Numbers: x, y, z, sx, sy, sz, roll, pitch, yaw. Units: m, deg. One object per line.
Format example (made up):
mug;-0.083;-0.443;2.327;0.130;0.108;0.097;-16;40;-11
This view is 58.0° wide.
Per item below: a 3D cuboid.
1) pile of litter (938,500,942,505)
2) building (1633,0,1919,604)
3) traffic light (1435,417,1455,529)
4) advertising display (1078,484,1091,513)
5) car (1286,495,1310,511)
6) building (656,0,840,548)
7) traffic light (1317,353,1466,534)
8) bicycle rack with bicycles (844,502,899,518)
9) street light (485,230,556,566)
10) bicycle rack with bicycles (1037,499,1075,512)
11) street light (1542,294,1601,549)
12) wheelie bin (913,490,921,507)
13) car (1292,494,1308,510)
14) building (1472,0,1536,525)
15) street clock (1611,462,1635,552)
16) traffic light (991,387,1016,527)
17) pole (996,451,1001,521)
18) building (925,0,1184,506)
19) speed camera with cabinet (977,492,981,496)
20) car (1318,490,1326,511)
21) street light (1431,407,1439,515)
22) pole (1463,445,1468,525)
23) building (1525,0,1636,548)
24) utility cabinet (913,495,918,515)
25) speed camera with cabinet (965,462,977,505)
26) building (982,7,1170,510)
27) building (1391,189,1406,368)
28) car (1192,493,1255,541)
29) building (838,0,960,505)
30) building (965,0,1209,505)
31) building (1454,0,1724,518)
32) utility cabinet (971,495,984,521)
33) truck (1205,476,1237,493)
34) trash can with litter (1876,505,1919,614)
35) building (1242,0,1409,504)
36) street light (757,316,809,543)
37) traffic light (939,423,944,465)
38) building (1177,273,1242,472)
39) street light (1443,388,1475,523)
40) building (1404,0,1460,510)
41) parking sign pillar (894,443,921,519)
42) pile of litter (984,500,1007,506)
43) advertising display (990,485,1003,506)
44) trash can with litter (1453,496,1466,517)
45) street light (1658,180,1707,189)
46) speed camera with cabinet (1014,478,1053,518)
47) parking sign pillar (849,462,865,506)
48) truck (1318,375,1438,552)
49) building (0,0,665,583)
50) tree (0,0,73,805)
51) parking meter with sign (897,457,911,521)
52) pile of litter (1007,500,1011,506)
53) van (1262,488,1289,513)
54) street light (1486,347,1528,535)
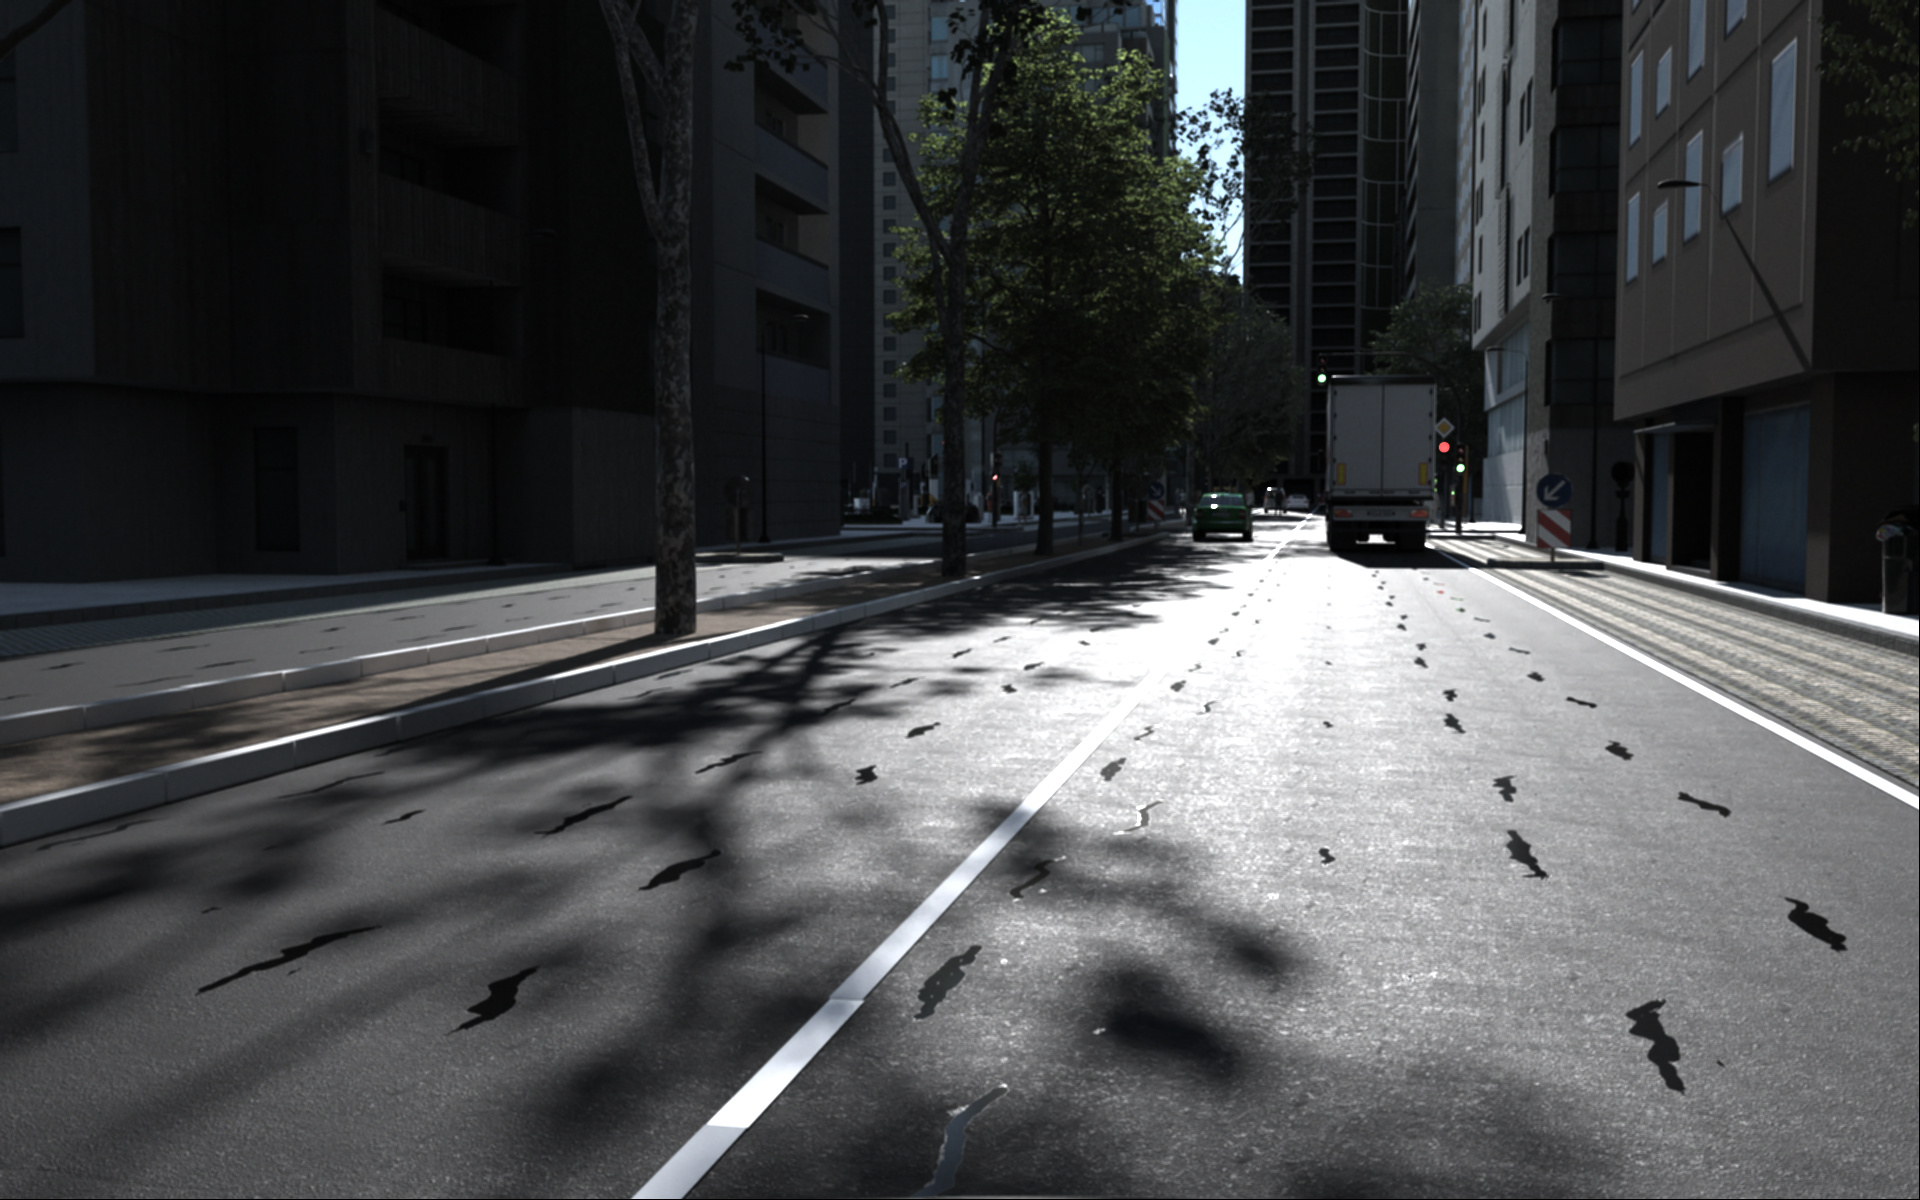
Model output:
pile of litter;-1.863;-7.686;139.627;1.176;0.858;1.719;-3;5;-42
building;17.982;-22.875;24.111;14.600;45.320;14.200;1;4;12
traffic light;17.597;-4.539;63.133;0.839;4.253;0.868;1;4;12
advertising display;8.267;-6.716;115.015;0.974;1.923;0.123;2;4;32
car;28.130;-8.068;144.268;2.083;1.381;4.827;1;4;11
building;-18.363;-31.119;50.801;28.212;58.520;21.231;1;4;12
traffic light;13.863;-4.951;55.620;4.771;5.953;1.251;1;4;12
bicycle rack with bicycles;-4.128;-3.874;76.724;2.925;0.926;2.852;-1;4;-17
street light;-7.777;-3.557;30.701;1.470;5.913;1.316;1;4;12
bicycle rack with bicycles;6.903;-6.619;121.608;2.925;0.926;2.852;0;4;5
street light;14.213;-4.142;40.271;1.470;5.913;1.316;1;4;12
wheelie bin;-3.597;-7.860;136.424;0.980;1.594;0.693;0;4;-7
car;31.044;-9.018;159.443;2.014;1.417;4.499;1;4;13
building;36.151;-29.531;72.064;27.495;52.752;28.713;1;4;12
street clock;14.777;-2.083;38.630;0.358;2.002;0.471;-2;4;-31
traffic light;3.412;-5.597;66.175;4.771;5.953;1.251;1;4;12
pole;1.814;-5.366;81.576;0.158;3.312;0.155;0;3;0
building;9.613;-33.731;171.108;23.786;49.044;30.456;1;4;12
speed camera with cabinet;1.155;-9.037;142.089;0.660;3.252;2.038;1;4;20
car;31.733;-8.522;148.000;2.281;1.827;5.304;1;4;12
street light;25.151;-7.258;91.207;1.470;5.913;1.316;1;4;12
pole;21.132;-4.804;72.391;0.158;3.312;0.155;0;3;0
building;22.495;-16.790;46.214;14.160;30.474;14.107;1;4;12
utility cabinet;-2.848;-5.149;95.355;1.020;1.237;0.306;1;4;18
speed camera with cabinet;0.324;-6.741;104.551;0.660;3.252;2.038;1;4;12
building;10.138;-28.424;148.331;14.154;41.232;14.086;1;4;12
building;48.826;-24.037;164.709;14.160;30.474;14.107;1;4;12
car;8.349;-2.816;54.846;1.959;1.807;4.718;1;4;11
building;-11.748;-47.305;211.694;20.611;71.187;20.563;1;4;12
building;13.643;-54.655;206.284;31.000;86.520;22.319;1;4;12
building;39.965;-28.293;112.698;14.600;45.320;14.200;1;4;12
utility cabinet;0.909;-4.459;84.068;0.306;1.237;1.020;-1;4;-11
truck;24.404;-9.973;158.976;3.469;3.379;9.791;1;4;11
trash can with litter;10.157;-0.450;18.740;0.624;1.170;1.055;1;4;18
building;48.196;-48.337;228.557;20.611;71.187;20.563;1;4;12
street light;-4.620;-4.450;45.306;1.470;5.913;1.316;1;4;12
traffic light;-0.322;-4.272;58.769;0.839;4.253;0.868;1;4;12
building;30.128;-28.041;230.179;14.107;30.474;14.160;1;4;12
street light;21.998;-6.337;76.154;1.470;5.913;1.316;1;4;12
building;48.916;-31.927;145.711;21.300;48.544;21.600;1;4;12
parking sign pillar;-2.800;-6.298;91.441;1.447;3.967;1.447;-1;4;-14
pile of litter;2.374;-7.201;131.704;1.719;0.858;1.176;-1;4;-15
advertising display;2.639;-7.279;124.217;0.974;1.923;0.123;-2;4;-23
trash can with litter;27.947;-5.218;96.701;0.624;1.170;1.055;-1;4;-17
street light;11.016;-3.250;25.674;1.470;5.913;1.316;1;4;12
speed camera with cabinet;3.931;-6.024;92.832;2.038;3.252;0.660;-1;4;-15
parking sign pillar;-8.594;-9.561;144.786;1.447;3.967;1.447;-1;4;-13
truck;11.086;-3.520;46.466;2.839;4.237;11.283;1;4;11
building;-14.417;-15.823;30.407;14.160;30.474;14.107;1;4;12
tree;-4.732;-4.823;7.063;9.928;11.665;9.643;0;3;0
parking meter with sign;-2.658;-5.311;83.098;0.543;3.016;1.738;0;4;4
pile of litter;3.860;-7.469;136.075;1.719;0.858;1.176;0;4;1
van;23.704;-7.528;130.098;2.013;2.044;4.112;1;4;11
street light;17.348;-5.036;54.880;1.470;5.913;1.316;1;4;12
